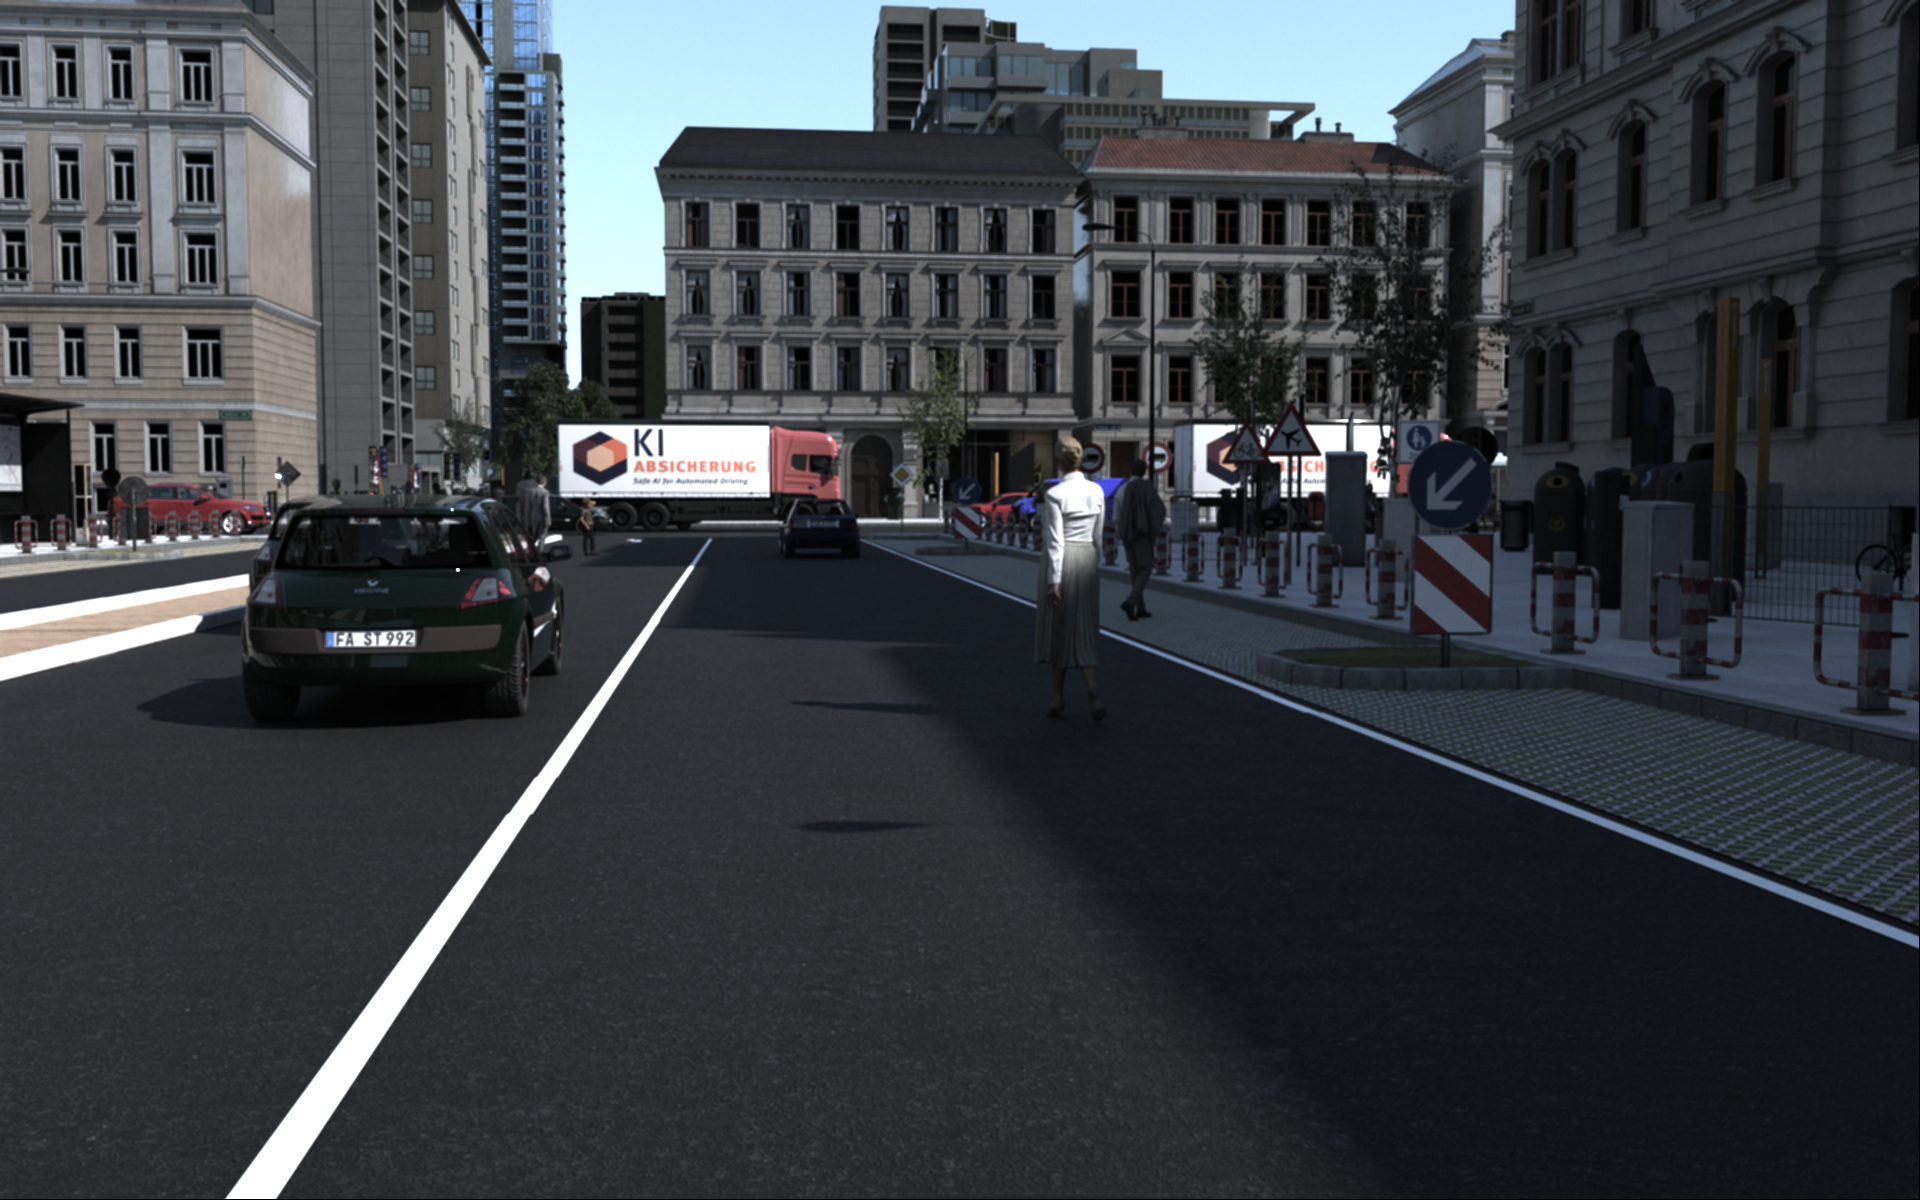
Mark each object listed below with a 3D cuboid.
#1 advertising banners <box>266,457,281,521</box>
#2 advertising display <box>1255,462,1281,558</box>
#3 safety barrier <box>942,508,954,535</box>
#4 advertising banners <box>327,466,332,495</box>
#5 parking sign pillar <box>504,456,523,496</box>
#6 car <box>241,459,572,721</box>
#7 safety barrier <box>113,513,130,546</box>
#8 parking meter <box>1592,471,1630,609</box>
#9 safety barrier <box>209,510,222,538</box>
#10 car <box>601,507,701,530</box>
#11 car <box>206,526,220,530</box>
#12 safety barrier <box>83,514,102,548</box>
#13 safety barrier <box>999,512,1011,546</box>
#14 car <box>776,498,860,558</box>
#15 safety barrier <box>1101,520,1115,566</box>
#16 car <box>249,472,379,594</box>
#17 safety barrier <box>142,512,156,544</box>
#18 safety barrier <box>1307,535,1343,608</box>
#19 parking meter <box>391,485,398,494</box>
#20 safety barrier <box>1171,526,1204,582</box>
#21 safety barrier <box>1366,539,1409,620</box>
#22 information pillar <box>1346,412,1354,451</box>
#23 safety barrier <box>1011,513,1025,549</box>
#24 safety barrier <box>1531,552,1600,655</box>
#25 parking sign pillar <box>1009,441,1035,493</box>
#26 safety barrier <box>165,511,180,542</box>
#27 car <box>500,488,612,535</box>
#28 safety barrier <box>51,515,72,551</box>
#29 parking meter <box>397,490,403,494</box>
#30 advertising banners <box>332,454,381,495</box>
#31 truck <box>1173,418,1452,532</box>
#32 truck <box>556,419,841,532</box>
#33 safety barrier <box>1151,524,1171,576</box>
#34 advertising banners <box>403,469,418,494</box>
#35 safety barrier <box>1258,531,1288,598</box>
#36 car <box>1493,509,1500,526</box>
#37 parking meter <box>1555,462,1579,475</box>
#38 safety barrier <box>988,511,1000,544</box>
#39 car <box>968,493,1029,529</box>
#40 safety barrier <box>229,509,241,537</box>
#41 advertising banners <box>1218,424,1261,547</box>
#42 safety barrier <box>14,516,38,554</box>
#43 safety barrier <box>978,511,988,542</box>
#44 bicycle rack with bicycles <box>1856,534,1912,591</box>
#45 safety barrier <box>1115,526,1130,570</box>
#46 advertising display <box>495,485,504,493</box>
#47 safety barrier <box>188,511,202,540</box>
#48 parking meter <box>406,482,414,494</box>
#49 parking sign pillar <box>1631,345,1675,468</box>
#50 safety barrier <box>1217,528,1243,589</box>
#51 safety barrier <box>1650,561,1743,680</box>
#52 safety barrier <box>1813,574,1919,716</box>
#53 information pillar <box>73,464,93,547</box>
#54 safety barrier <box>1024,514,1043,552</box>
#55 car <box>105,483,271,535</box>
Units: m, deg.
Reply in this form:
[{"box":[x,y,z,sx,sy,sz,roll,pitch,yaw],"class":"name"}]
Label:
[{"box":[-32.333,-5.229,81.682,0.090,3.025,2.074,-3,5,-39],"class":"advertising banners"},{"box":[6.239,-1.827,35.084,0.123,1.923,0.974,2,4,34],"class":"advertising display"},{"box":[-0.432,-2.541,55.825,0.300,0.817,1.120,0,4,-7],"class":"safety barrier"},{"box":[-39.496,-6.885,108.754,0.090,3.025,2.074,-2,4,-31],"class":"advertising banners"},{"box":[-31.352,-8.146,121.653,1.447,3.967,1.447,0,4,-3],"class":"parking sign pillar"},{"box":[-3.848,-0.162,12.436,2.009,1.686,4.222,-1,4,-8],"class":"car"},{"box":[-20.716,-1.745,42.798,0.300,0.817,1.120,0,4,-7],"class":"safety barrier"},{"box":[7.289,-0.672,19.397,0.372,1.533,0.369,0,3,0],"class":"parking meter"},{"box":[-21.677,-2.211,50.430,0.300,0.817,1.120,0,4,-7],"class":"safety barrier"},{"box":[-12.534,-3.668,69.751,4.222,1.686,2.009,-1,4,-9],"class":"car"},{"box":[-31.752,-3.780,70.597,4.718,1.807,1.959,0,4,-6],"class":"car"},{"box":[-20.474,-1.628,40.897,0.300,0.817,1.120,0,4,-7],"class":"safety barrier"},{"box":[1.252,-1.725,42.481,0.300,0.817,1.120,0,4,-7],"class":"safety barrier"},{"box":[-3.296,-1.695,40.300,1.945,1.354,3.894,0,4,-8],"class":"car"},{"box":[2.689,-1.026,31.058,0.300,0.817,1.120,0,4,-7],"class":"safety barrier"},{"box":[-6.625,-0.583,19.320,2.009,1.686,4.222,-1,4,-8],"class":"car"},{"box":[-20.954,-1.861,44.710,0.300,0.817,1.120,0,4,-7],"class":"safety barrier"},{"box":[4.132,-0.328,19.633,0.300,0.817,1.120,0,4,-7],"class":"safety barrier"},{"box":[-37.528,-6.677,114.878,0.399,1.863,0.255,-2,4,-29],"class":"parking meter"},{"box":[3.409,-0.678,25.353,0.300,0.817,1.120,0,4,-7],"class":"safety barrier"},{"box":[4.367,-0.211,17.731,0.300,0.817,1.120,0,4,-7],"class":"safety barrier"},{"box":[11.038,-3.529,49.058,0.183,3.616,0.504,2,4,30],"class":"information pillar"},{"box":[1.487,-1.609,40.577,0.300,0.817,1.120,0,4,-7],"class":"safety barrier"},{"box":[4.850,0.022,13.909,0.300,0.817,1.120,0,4,-7],"class":"safety barrier"},{"box":[3.158,-6.111,88.386,1.447,3.967,1.447,0,4,4],"class":"parking sign pillar"},{"box":[-21.195,-1.978,46.614,0.300,0.817,1.120,0,4,-7],"class":"safety barrier"},{"box":[-14.507,-3.164,61.515,4.222,1.686,2.009,0,4,-6],"class":"car"},{"box":[-20.235,-1.512,38.995,0.300,0.817,1.120,0,4,-7],"class":"safety barrier"},{"box":[-37.892,-6.660,117.298,0.372,1.533,0.369,0,3,0],"class":"parking meter"},{"box":[-27.934,-5.154,80.461,2.074,3.025,0.090,-1,4,-12],"class":"advertising banners"},{"box":[13.909,-4.725,66.162,11.283,4.237,2.839,-1,4,-9],"class":"truck"},{"box":[-9.599,-4.739,66.391,11.283,4.237,2.839,-1,4,-9],"class":"truck"},{"box":[3.167,-0.794,27.254,0.300,0.817,1.120,0,4,-7],"class":"safety barrier"},{"box":[-37.864,-7.519,119.125,0.090,3.025,2.074,1,4,16],"class":"advertising banners"},{"box":[3.884,-0.445,21.545,0.300,0.817,1.120,0,4,-7],"class":"safety barrier"},{"box":[22.772,-3.529,66.745,4.494,1.783,2.155,-1,4,-9],"class":"car"},{"box":[11.087,-1.587,31.663,0.399,1.863,0.255,-2,4,-25],"class":"parking meter"},{"box":[1.009,-1.842,44.396,0.300,0.817,1.120,0,4,-7],"class":"safety barrier"},{"box":[1.918,-3.784,70.912,4.494,1.783,2.155,-1,4,-8],"class":"car"},{"box":[-21.913,-2.328,52.336,0.300,0.817,1.120,0,4,-7],"class":"safety barrier"},{"box":[6.933,-2.848,42.747,0.090,3.025,2.074,3,4,38],"class":"advertising banners"},{"box":[-19.998,-1.396,37.093,0.300,0.817,1.120,0,4,-7],"class":"safety barrier"},{"box":[0.767,-1.959,46.308,0.300,0.817,1.120,0,4,-7],"class":"safety barrier"},{"box":[13.502,-0.536,22.153,2.852,0.926,2.925,-1,4,-20],"class":"bicycle rack with bicycles"},{"box":[2.927,-0.910,29.156,0.300,0.817,1.120,0,4,-7],"class":"safety barrier"},{"box":[-33.038,-7.306,124.662,0.974,1.923,0.123,1,4,22],"class":"advertising display"},{"box":[-21.433,-2.094,48.516,0.300,0.817,1.120,0,4,-7],"class":"safety barrier"},{"box":[-25.862,-4.634,81.470,0.255,1.863,0.399,0,4,2],"class":"parking meter"},{"box":[12.714,-2.650,31.799,1.447,3.967,1.447,3,4,37],"class":"parking sign pillar"},{"box":[3.649,-0.561,23.451,0.300,0.817,1.120,0,4,-7],"class":"safety barrier"},{"box":[5.091,0.139,12.006,0.300,0.817,1.120,0,4,-7],"class":"safety barrier"},{"box":[5.330,0.256,10.090,0.300,0.817,1.120,0,4,-7],"class":"safety barrier"},{"box":[-21.410,-2.313,42.306,0.304,2.012,0.304,0,4,1],"class":"information pillar"},{"box":[1.731,-1.492,38.676,0.300,0.817,1.120,0,4,-7],"class":"safety barrier"},{"box":[-26.797,-3.154,60.233,5.304,1.827,2.281,-1,4,-9],"class":"car"}]
